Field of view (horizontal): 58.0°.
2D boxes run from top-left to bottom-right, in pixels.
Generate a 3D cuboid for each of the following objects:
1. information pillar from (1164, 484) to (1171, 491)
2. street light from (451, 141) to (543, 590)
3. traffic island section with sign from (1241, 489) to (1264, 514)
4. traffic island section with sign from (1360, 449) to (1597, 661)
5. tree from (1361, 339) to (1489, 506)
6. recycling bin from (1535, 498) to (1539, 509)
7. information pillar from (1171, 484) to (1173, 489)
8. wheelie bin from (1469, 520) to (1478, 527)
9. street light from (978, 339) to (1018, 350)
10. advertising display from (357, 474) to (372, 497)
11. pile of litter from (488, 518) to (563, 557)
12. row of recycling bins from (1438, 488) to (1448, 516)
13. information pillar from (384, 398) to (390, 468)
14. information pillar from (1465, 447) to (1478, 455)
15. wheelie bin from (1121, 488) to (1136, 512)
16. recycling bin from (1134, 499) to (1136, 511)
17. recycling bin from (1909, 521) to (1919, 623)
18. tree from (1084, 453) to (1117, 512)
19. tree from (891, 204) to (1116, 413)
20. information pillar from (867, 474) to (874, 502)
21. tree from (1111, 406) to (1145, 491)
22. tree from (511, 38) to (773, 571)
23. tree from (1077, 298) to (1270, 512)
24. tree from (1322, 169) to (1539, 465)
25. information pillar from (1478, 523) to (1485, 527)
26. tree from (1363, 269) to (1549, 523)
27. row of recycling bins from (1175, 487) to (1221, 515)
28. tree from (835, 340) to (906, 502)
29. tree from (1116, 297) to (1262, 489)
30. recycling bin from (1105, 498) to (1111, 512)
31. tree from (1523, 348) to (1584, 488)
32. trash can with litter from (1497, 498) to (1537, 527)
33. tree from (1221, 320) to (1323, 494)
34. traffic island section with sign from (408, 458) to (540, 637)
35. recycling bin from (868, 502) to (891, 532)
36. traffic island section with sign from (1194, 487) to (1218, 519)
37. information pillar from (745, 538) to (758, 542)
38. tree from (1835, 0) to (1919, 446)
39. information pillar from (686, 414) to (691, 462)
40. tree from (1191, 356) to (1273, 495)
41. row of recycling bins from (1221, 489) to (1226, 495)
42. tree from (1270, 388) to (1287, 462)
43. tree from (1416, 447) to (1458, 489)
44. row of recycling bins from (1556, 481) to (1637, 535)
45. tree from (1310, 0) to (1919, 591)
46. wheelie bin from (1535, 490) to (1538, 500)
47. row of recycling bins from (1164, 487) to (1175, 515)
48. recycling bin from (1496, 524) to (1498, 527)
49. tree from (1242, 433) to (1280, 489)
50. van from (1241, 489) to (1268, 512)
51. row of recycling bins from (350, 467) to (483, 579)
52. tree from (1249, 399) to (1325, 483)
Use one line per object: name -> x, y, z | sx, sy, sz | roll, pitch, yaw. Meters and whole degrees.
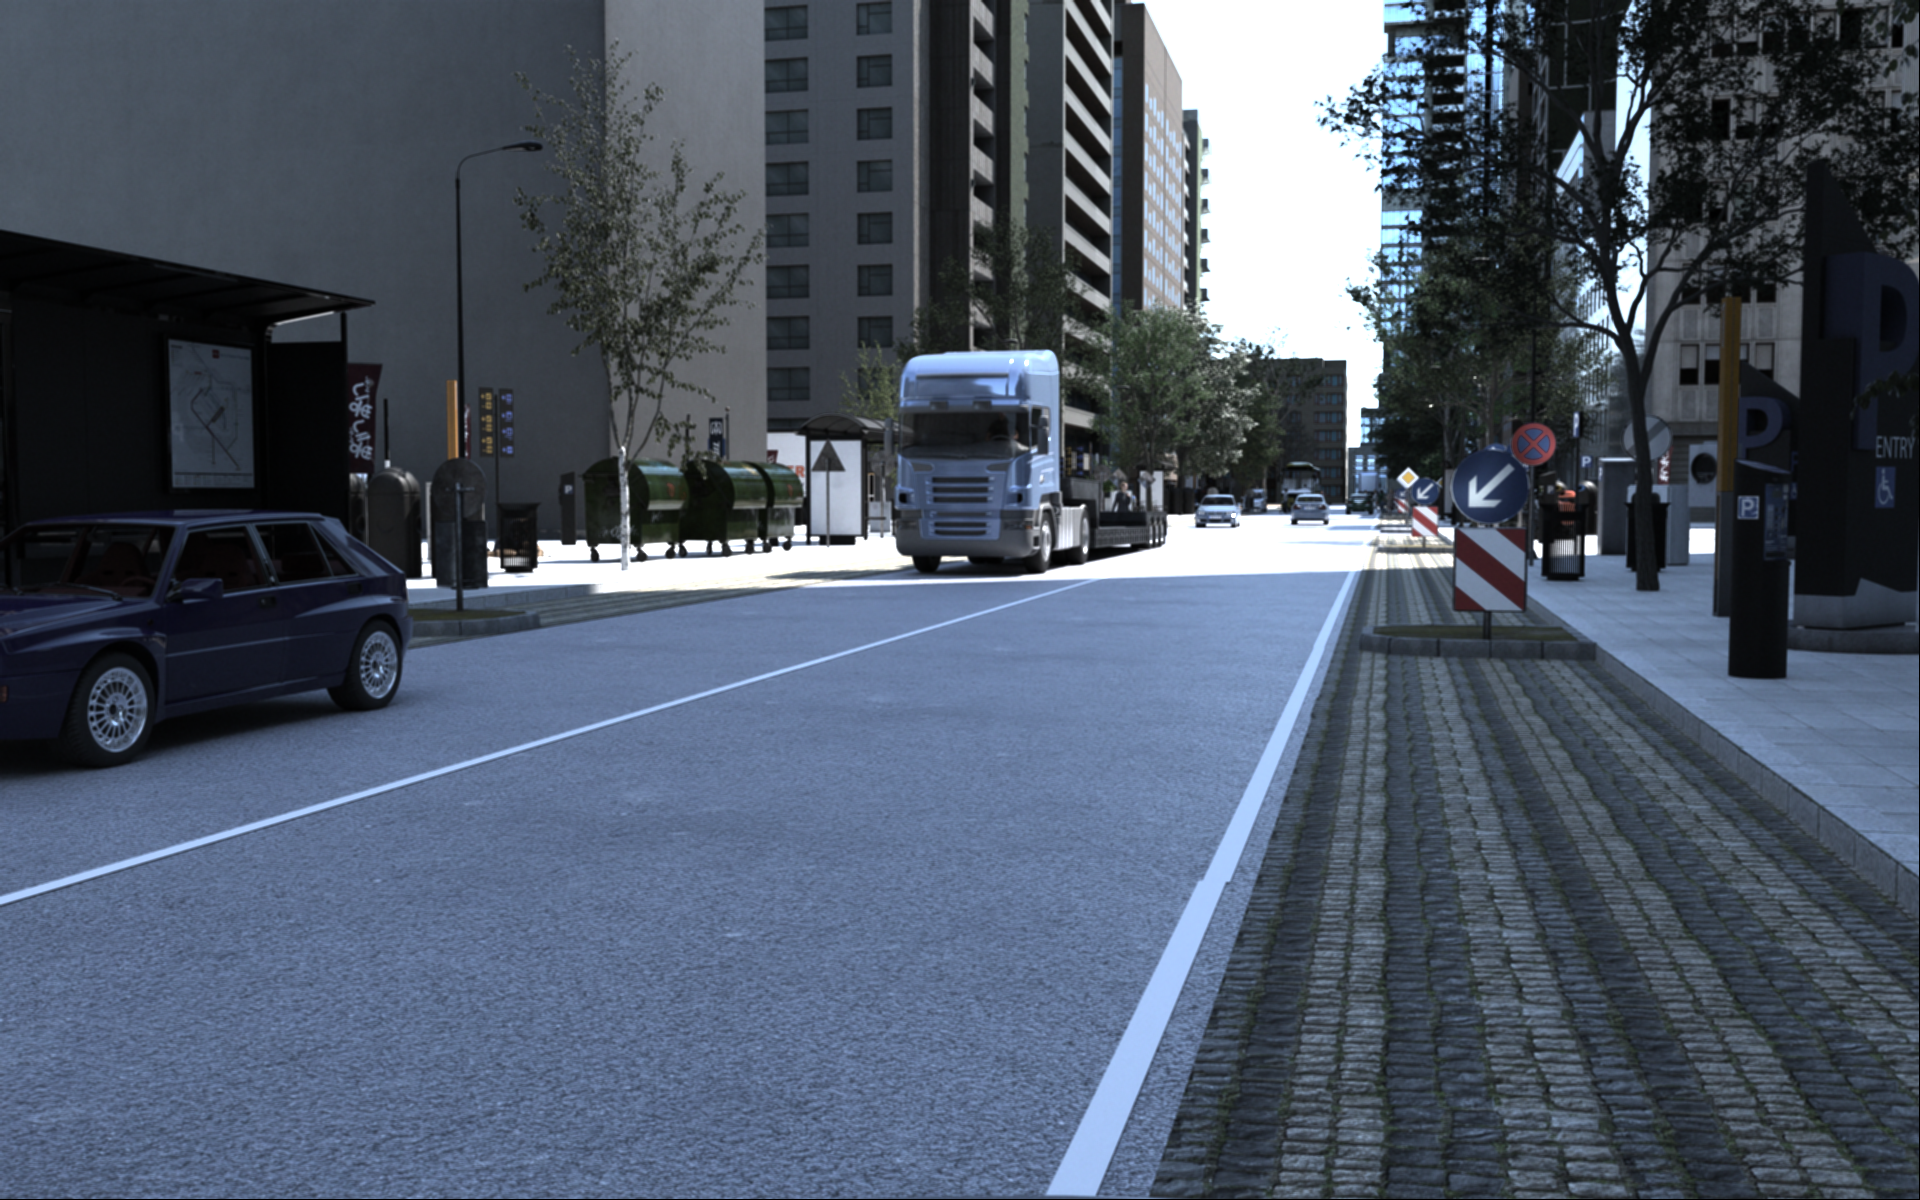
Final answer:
information pillar -> 14.742, -7.311, 124.020 | 0.304, 2.012, 0.304 | -2, 4, -32
street light -> -6.159, -3.090, 23.058 | 1.470, 5.913, 1.316 | 1, 4, 14
traffic island section with sign -> 21.290, -7.241, 127.014 | 1.989, 1.847, 2.006 | 1, 4, 14
traffic island section with sign -> 4.718, -0.447, 15.944 | 1.989, 1.847, 2.006 | 1, 4, 14
tree -> 35.828, -13.865, 133.344 | 9.857, 13.997, 8.962 | 0, 3, 0
recycling bin -> 25.950, -3.997, 77.900 | 0.722, 1.027, 0.722 | 0, 4, 3
information pillar -> 15.729, -7.650, 129.574 | 0.304, 2.012, 0.304 | 3, 5, 43
wheelie bin -> 18.307, -3.238, 60.854 | 0.980, 1.594, 0.693 | 3, 5, 44
street light -> 1.054, -4.874, 52.234 | 1.470, 5.913, 1.316 | 1, 4, 14
advertising display -> -15.438, -2.422, 44.811 | 0.123, 1.923, 0.974 | -3, 5, -40
pile of litter -> -9.016, -1.308, 35.350 | 1.719, 0.858, 1.176 | 1, 4, 17
row of recycling bins -> 30.649, -6.133, 107.379 | 1.069, 1.692, 3.534 | 0, 4, -7
information pillar -> -14.080, -3.134, 42.590 | 0.183, 3.616, 0.504 | -1, 4, -16
information pillar -> 25.396, -5.776, 85.784 | 0.504, 3.616, 0.183 | 2, 4, 26
wheelie bin -> 8.655, -5.006, 89.751 | 0.980, 1.594, 0.693 | 1, 4, 17
recycling bin -> 10.289, -5.713, 105.964 | 0.722, 1.027, 0.722 | -3, 4, -36
recycling bin -> 9.302, -0.255, 16.725 | 0.722, 1.027, 0.722 | -1, 4, -18
tree -> 6.911, -5.376, 82.497 | 1.663, 3.219, 1.824 | 0, 3, 0
tree -> 1.329, -7.488, 56.836 | 8.767, 10.594, 7.601 | 2, 4, 27
information pillar -> -3.298, -3.546, 62.469 | 0.304, 2.012, 0.304 | 3, 4, 38
tree -> 13.493, -11.729, 142.126 | 4.737, 8.622, 4.395 | 0, 3, 0
tree -> -5.459, -4.779, 28.499 | 4.360, 8.622, 3.978 | 0, 3, 0
tree -> 10.004, -10.135, 91.469 | 9.928, 11.665, 9.643 | 0, 3, 0
tree -> 28.524, -15.143, 103.479 | 12.611, 20.169, 13.585 | 0, 3, 0
information pillar -> 13.989, -2.542, 46.046 | 0.304, 2.012, 0.304 | -3, 4, -39
tree -> 22.231, -9.282, 77.510 | 9.928, 11.665, 9.643 | 0, 3, 0
row of recycling bins -> 16.132, -6.808, 118.416 | 3.534, 1.692, 1.069 | -3, 5, -43
tree -> -3.777, -8.049, 81.963 | 4.737, 8.622, 4.395 | 0, 3, 0
tree -> 14.515, -12.558, 111.985 | 9.857, 13.997, 8.962 | 0, 3, 0
recycling bin -> 10.338, -6.454, 118.074 | 0.722, 1.027, 0.722 | 3, 5, 44
tree -> 29.231, -8.194, 84.330 | 4.360, 8.622, 3.978 | 0, 3, 0
trash can with litter -> 13.315, -1.861, 41.820 | 1.055, 1.170, 0.624 | -3, 5, -43
tree -> 34.067, -20.221, 186.507 | 12.611, 20.169, 13.585 | 0, 3, 0
traffic island section with sign -> -5.558, -0.588, 18.239 | 1.989, 1.847, 2.006 | 1, 4, 14
recycling bin -> -2.706, -2.798, 58.308 | 0.722, 1.027, 0.722 | 0, 4, -8
traffic island section with sign -> 14.599, -5.580, 99.861 | 1.989, 1.847, 2.006 | 1, 4, 14
information pillar -> -5.633, -2.577, 46.633 | 0.304, 2.012, 0.304 | 1, 4, 9
tree -> 6.393, -3.598, 9.194 | 4.360, 8.622, 3.978 | 0, 3, 0
information pillar -> -7.894, -3.608, 50.348 | 0.183, 3.616, 0.504 | 0, 4, -3
tree -> 22.036, -13.760, 143.103 | 7.486, 12.596, 7.792 | 0, 3, 0
row of recycling bins -> 21.453, -8.417, 144.735 | 1.069, 1.692, 3.534 | 1, 4, 23
tree -> 25.448, -14.068, 155.774 | 9.928, 11.665, 9.643 | 0, 3, 0
tree -> 33.620, -8.416, 121.311 | 4.285, 4.588, 4.351 | 0, 3, 0
row of recycling bins -> 19.966, -2.889, 54.351 | 1.069, 1.692, 3.534 | -3, 5, -44
tree -> 9.184, -5.423, 23.073 | 8.767, 10.594, 7.601 | 0, 4, 1
wheelie bin -> 39.741, -6.830, 119.572 | 0.693, 1.594, 0.980 | 0, 4, 5
row of recycling bins -> 12.584, -6.434, 112.311 | 1.069, 1.692, 3.534 | 2, 4, 29
recycling bin -> 15.925, -2.377, 51.416 | 0.722, 1.027, 0.722 | 2, 4, 35
tree -> 28.551, -13.170, 165.690 | 4.360, 8.622, 3.978 | 0, 3, 0
van -> 22.769, -7.752, 133.763 | 2.013, 2.044, 4.112 | 1, 4, 14
row of recycling bins -> -9.081, -1.194, 26.633 | 3.534, 1.692, 1.069 | 0, 4, 1
tree -> 40.203, -18.706, 216.205 | 12.009, 13.543, 11.850 | 0, 3, 0
